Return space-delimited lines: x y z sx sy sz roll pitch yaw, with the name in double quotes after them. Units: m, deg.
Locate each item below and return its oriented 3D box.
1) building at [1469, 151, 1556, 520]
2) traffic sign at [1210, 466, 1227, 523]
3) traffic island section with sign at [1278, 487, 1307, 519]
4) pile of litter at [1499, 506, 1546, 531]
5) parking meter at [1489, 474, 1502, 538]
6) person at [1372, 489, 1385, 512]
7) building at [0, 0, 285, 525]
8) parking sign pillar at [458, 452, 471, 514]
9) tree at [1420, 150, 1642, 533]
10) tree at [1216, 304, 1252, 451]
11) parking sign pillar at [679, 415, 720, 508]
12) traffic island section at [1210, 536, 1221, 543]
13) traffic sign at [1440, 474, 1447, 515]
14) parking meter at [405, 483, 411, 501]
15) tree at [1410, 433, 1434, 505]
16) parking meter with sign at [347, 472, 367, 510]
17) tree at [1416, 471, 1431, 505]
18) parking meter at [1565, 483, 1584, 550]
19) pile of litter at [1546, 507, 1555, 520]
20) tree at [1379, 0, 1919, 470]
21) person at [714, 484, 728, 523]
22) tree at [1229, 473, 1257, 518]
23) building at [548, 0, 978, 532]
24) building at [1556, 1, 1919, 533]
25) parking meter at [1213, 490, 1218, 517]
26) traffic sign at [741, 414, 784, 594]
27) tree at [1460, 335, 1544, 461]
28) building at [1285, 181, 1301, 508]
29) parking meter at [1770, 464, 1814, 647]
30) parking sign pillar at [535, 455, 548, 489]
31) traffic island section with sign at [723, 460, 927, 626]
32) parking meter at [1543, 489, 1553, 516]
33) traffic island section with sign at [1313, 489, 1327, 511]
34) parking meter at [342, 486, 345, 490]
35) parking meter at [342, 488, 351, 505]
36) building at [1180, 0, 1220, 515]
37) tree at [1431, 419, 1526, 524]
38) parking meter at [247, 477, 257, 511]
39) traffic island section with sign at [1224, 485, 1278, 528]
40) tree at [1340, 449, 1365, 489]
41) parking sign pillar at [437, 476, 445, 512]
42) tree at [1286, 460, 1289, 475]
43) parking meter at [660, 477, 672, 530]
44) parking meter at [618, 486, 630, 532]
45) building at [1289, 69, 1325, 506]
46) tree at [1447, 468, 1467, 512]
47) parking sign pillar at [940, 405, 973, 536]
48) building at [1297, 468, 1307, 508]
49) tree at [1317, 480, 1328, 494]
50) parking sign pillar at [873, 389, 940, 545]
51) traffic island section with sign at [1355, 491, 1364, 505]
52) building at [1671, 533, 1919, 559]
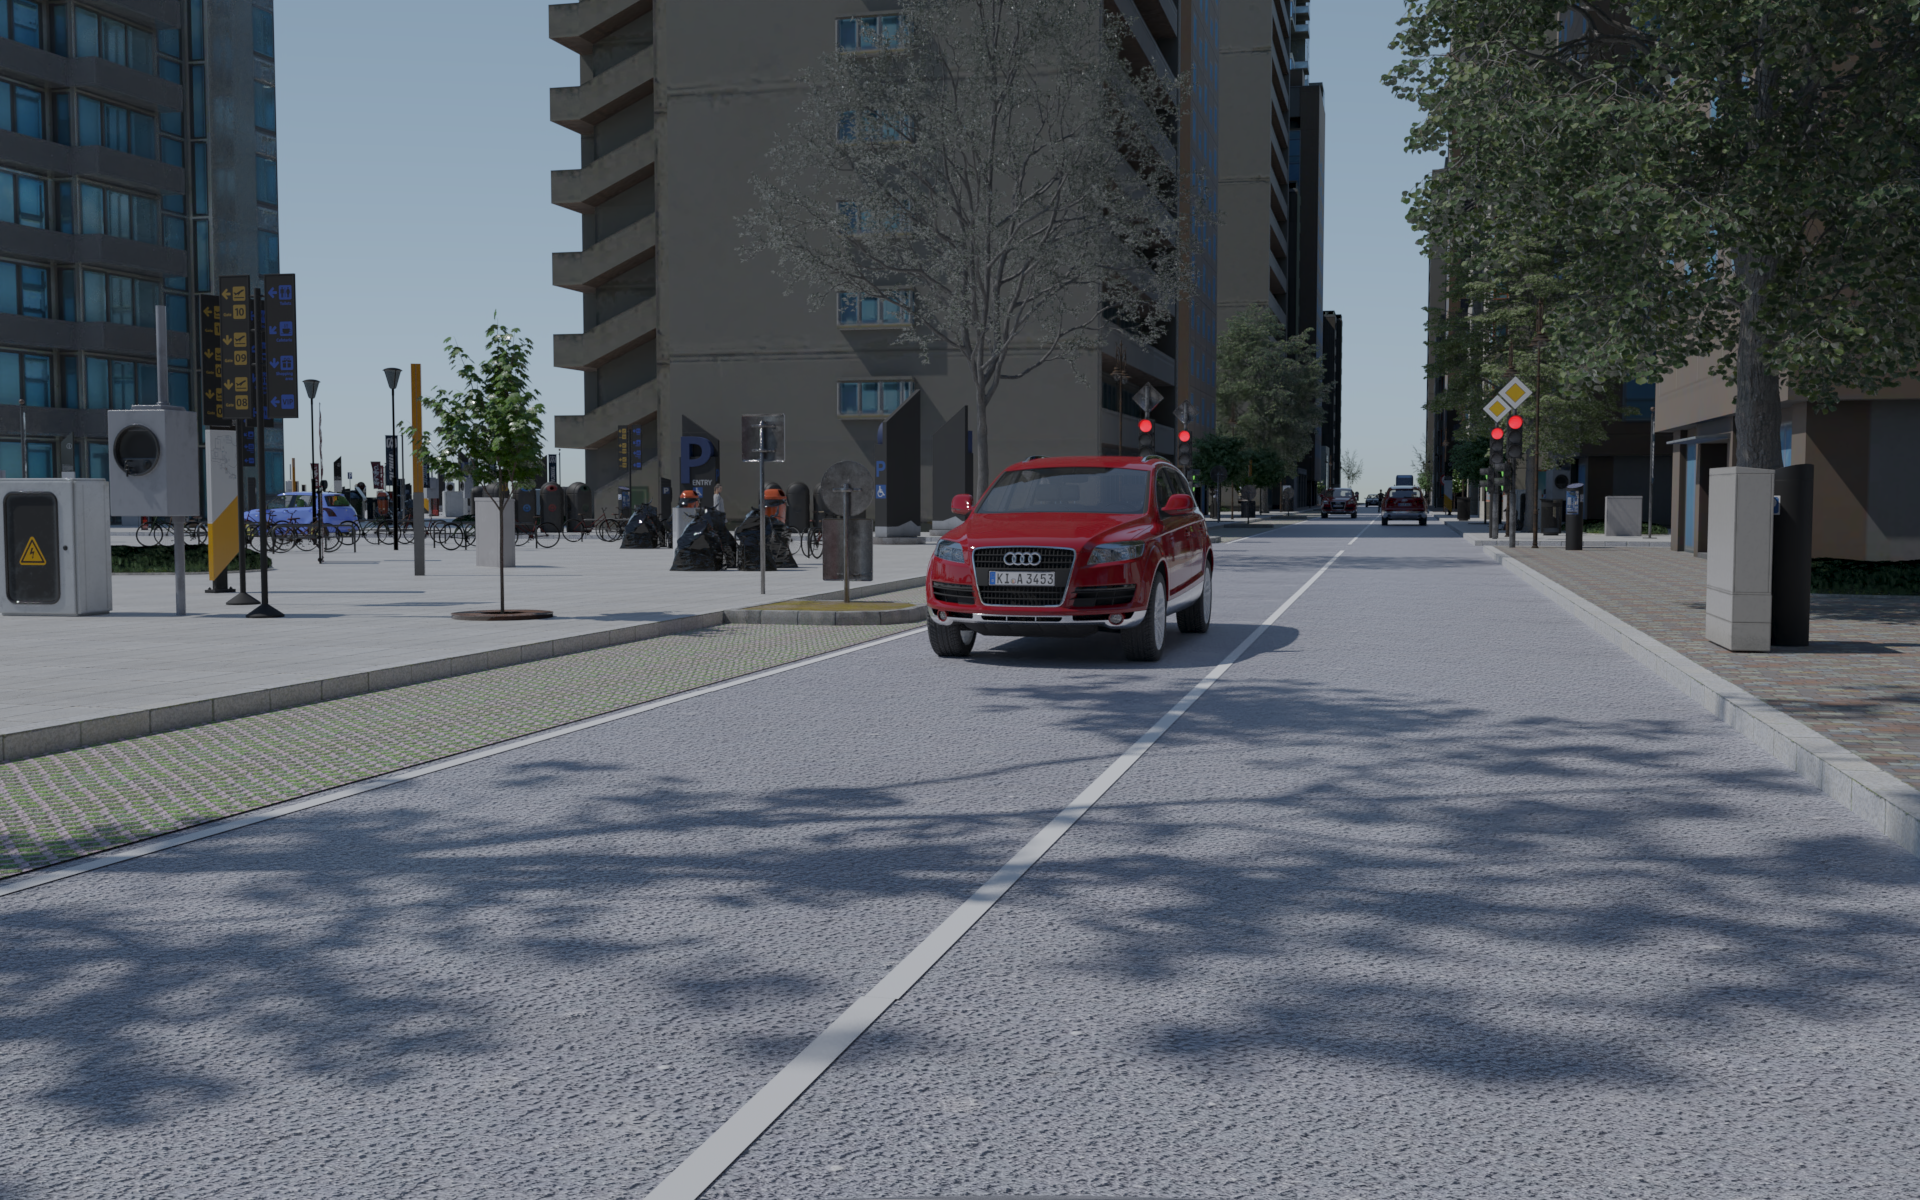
43.189 -15.376 96.442 27.650 21.520 28.899 1 4 14 "building"
11.549 -4.727 77.387 0.768 2.556 0.104 1 4 20 "traffic sign"
18.973 -5.569 99.689 1.989 1.847 2.006 1 4 14 "traffic island section with sign"
19.589 -2.873 60.944 1.176 0.858 1.719 0 4 -5 "pile of litter"
15.537 -2.731 50.371 0.255 1.863 0.399 1 4 15 "parking meter"
32.756 -7.726 134.839 1.348 1.822 0.705 1 4 16 "person"
-47.847 -27.951 76.606 30.456 49.044 23.786 1 4 14 "building"
-29.826 -7.133 105.103 1.447 3.967 1.447 2 4 29 "parking sign pillar"
19.081 -8.528 57.568 7.486 12.596 7.792 0 3 0 "tree"
20.199 -12.719 114.610 9.857 13.997 8.962 0 3 0 "tree"
-8.790 -4.282 58.487 1.447 3.967 1.447 1 4 13 "parking sign pillar"
6.650 -1.781 51.392 2.009 0.180 2.903 1 4 14 "traffic island section"
30.305 -6.597 107.970 0.768 2.556 0.104 1 4 16 "traffic sign"
-29.061 -5.213 90.951 0.399 1.863 0.255 -2 4 -25 "parking meter"
55.017 -15.430 202.640 4.360 8.622 3.978 0 3 0 "tree"
-47.783 -8.659 137.839 1.738 3.016 0.543 1 4 12 "parking meter with sign"
57.054 -13.875 210.571 4.285 4.588 4.351 0 3 0 "tree"
14.036 -1.905 39.553 0.372 1.533 0.369 0 3 0 "parking meter"
22.004 -3.172 65.825 1.719 0.858 1.176 1 4 10 "pile of litter"
8.987 -6.873 19.023 9.857 13.997 8.962 0 3 0 "tree"
-7.086 -2.532 50.655 0.466 1.731 0.760 3 5 39 "person"
15.525 -6.138 94.959 1.663 3.219 1.824 0 3 0 "tree"
-3.259 -27.176 68.023 21.300 48.544 21.600 1 4 14 "building"
31.441 -25.575 68.265 14.600 45.320 14.200 1 4 14 "building"
13.664 -5.119 92.108 0.372 1.533 0.369 0 3 0 "parking meter"
-2.521 -1.223 22.126 0.606 2.300 0.079 1 4 20 "traffic sign"
25.231 -8.004 81.233 4.737 8.622 4.395 0 3 0 "tree"
22.770 -23.436 154.876 14.160 30.474 14.107 1 4 14 "building"
7.010 -0.383 14.679 0.372 1.533 0.369 0 3 0 "parking meter"
-28.925 -7.961 118.634 1.447 3.967 1.447 -3 5 -43 "parking sign pillar"
-1.416 -0.678 19.715 1.989 1.847 2.006 1 4 14 "traffic island section with sign"
23.643 -3.745 69.634 0.372 1.533 0.369 0 3 0 "parking meter"
31.084 -8.477 147.227 1.989 1.847 2.006 1 4 14 "traffic island section with sign"
-45.988 -7.536 128.932 0.399 1.863 0.255 -3 4 -36 "parking meter"
-27.478 -4.228 77.542 0.372 1.533 0.369 0 3 0 "parking meter"
7.171 -27.480 99.414 14.600 45.320 14.200 1 4 14 "building"
22.506 -5.509 73.788 4.285 4.588 4.351 0 3 0 "tree"
-24.662 -3.343 60.364 0.255 1.863 0.399 -1 4 -16 "parking meter"
12.270 -3.963 73.420 1.989 1.847 2.006 1 4 14 "traffic island section with sign"
62.919 -20.103 279.046 4.360 8.622 3.978 0 3 0 "tree"
-37.144 -8.286 123.952 1.447 3.967 1.447 -1 4 -20 "parking sign pillar"
18.313 -7.449 105.497 4.285 4.588 4.351 0 3 0 "tree"
-9.962 -3.243 58.734 0.399 1.863 0.255 -1 4 -16 "parking meter"
-10.861 -2.911 56.009 0.372 1.533 0.369 0 3 0 "parking meter"
32.045 -32.894 187.931 14.600 45.320 14.200 1 4 14 "building"
35.034 -7.858 123.078 1.663 3.219 1.824 0 3 0 "tree"
-0.221 -3.955 53.141 1.447 3.967 1.447 3 4 39 "parking sign pillar"
24.024 -44.828 171.193 20.563 71.187 20.611 1 4 14 "building"
41.348 -12.563 200.008 1.663 3.219 1.824 0 3 0 "tree"
-1.587 -3.411 44.239 1.447 3.967 1.447 3 5 40 "parking sign pillar"
58.402 -15.037 254.489 1.989 1.847 2.006 1 4 14 "traffic island section with sign"
20.934 -23.241 30.103 14.600 45.320 14.200 1 4 14 "building"
